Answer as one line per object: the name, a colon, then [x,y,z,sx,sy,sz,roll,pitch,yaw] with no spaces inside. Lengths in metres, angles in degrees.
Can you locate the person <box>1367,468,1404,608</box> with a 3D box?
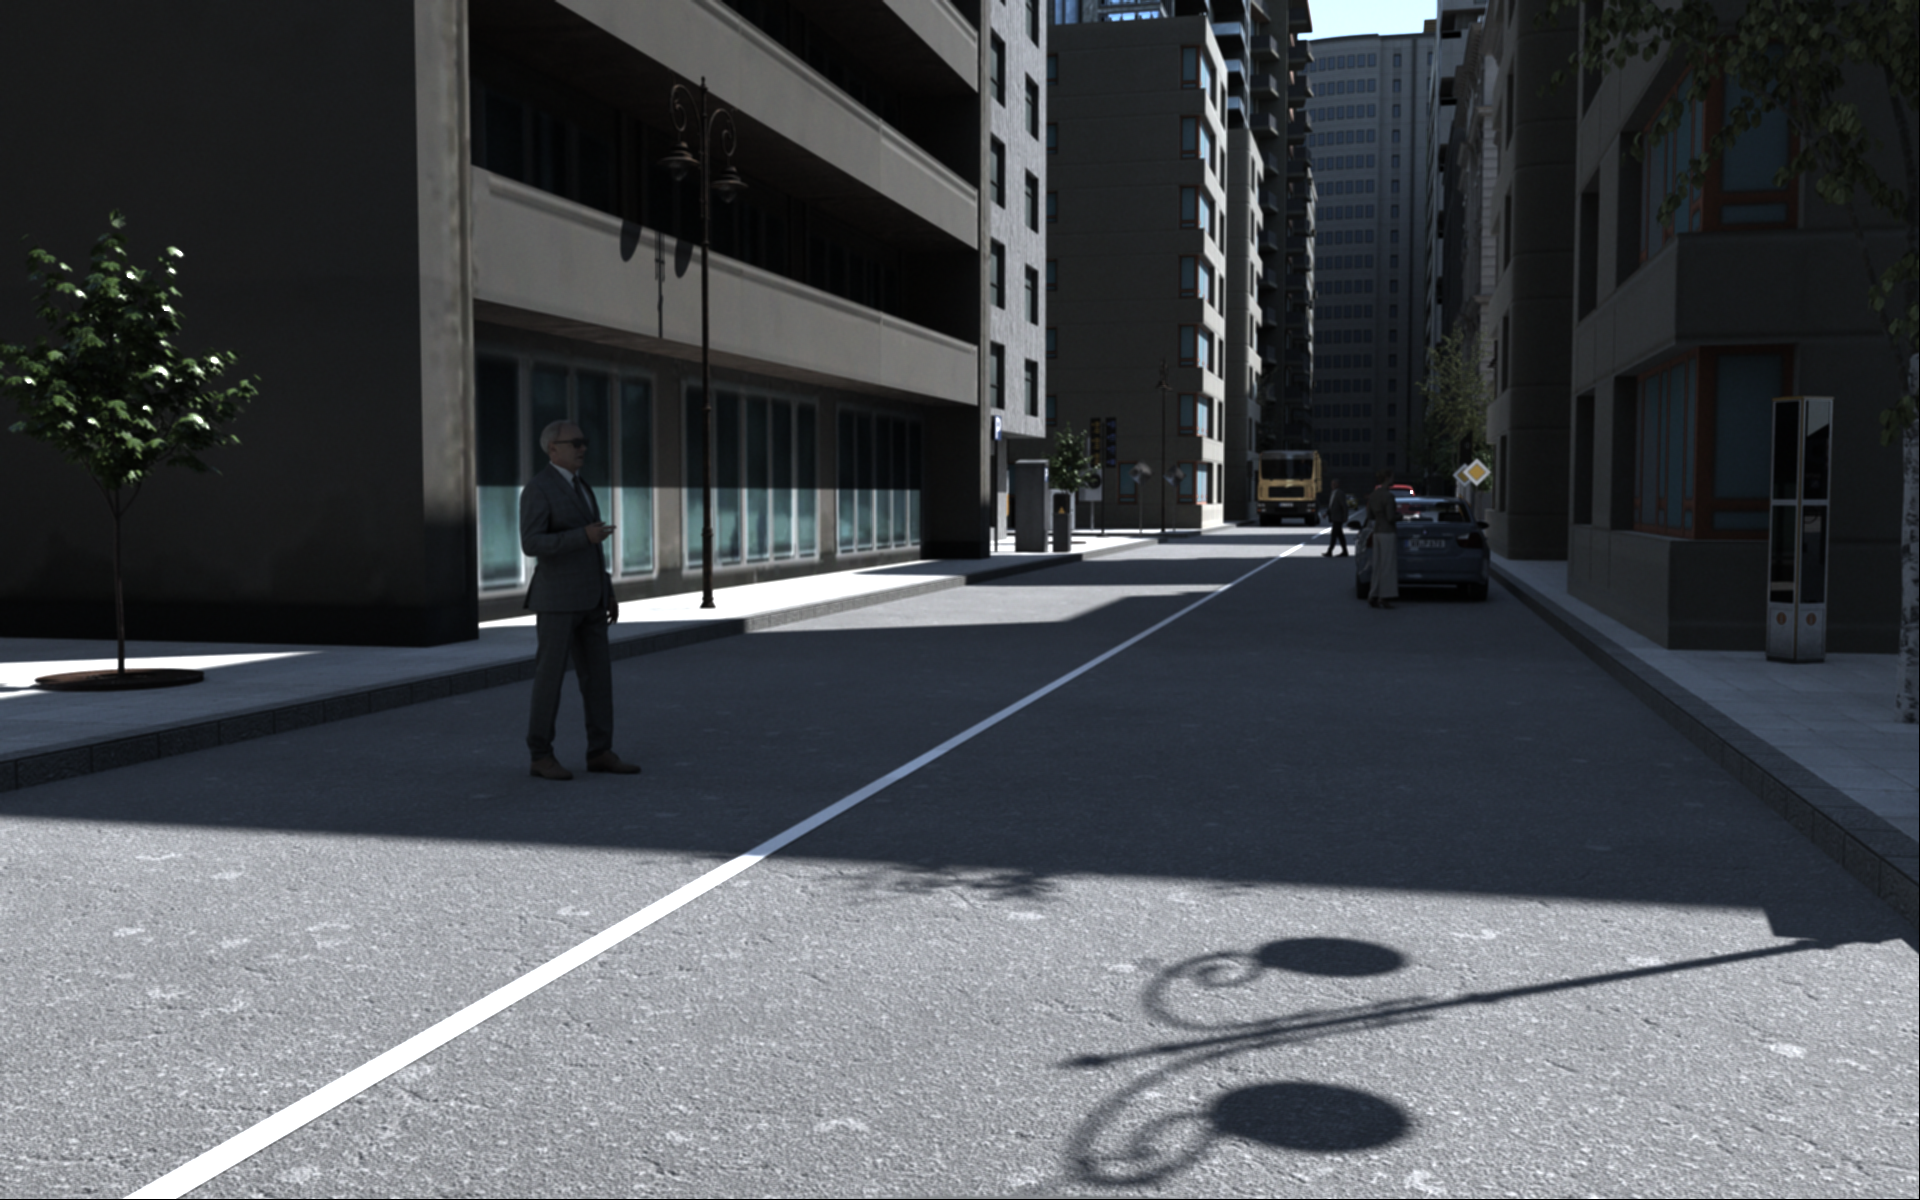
person: [5.350,-0.773,21.696,0.362,1.759,0.519,-1,4,-21]

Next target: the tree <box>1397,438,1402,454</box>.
tree: [35.872,-11.160,132.833,4.737,8.622,4.395,0,3,0]

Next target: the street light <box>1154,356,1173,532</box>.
street light: [6.862,-5.233,58.344,0.468,5.910,1.993,1,4,14]

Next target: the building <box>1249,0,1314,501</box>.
building: [18.238,-30.117,147.041,22.147,44.769,28.867,1,4,14]

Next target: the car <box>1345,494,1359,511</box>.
car: [33.887,-8.635,151.403,2.015,1.641,3.980,1,4,15]

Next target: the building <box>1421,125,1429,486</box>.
building: [58.999,-31.172,193.264,14.154,41.232,14.086,1,4,14]

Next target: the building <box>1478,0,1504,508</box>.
building: [28.546,-13.570,58.027,21.152,22.565,11.583,1,4,14]

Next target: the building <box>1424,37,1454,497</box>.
building: [58.363,-33.707,174.819,21.300,48.544,21.600,1,4,14]

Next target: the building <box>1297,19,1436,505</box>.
building: [51.158,-41.506,220.614,28.212,58.520,21.231,1,4,14]

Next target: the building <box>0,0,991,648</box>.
building: [-12.261,-24.588,25.715,21.300,48.544,21.600,1,4,14]

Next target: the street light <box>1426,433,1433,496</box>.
street light: [34.655,-9.486,127.888,0.468,5.910,1.993,1,4,14]

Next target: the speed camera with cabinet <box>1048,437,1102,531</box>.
speed camera with cabinet: [3.919,-4.019,60.039,2.038,3.252,0.660,-1,4,-22]

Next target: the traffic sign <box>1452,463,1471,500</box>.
traffic sign: [16.254,-3.191,55.816,0.795,2.450,0.064,1,4,14]

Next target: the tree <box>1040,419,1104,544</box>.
tree: [2.901,-3.072,44.832,1.663,3.219,1.824,0,3,0]

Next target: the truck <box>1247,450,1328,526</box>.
truck: [15.103,-5.091,79.156,3.469,3.379,9.791,1,4,13]

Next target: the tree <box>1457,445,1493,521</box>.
tree: [20.703,-4.525,68.593,1.663,3.219,1.824,0,3,0]

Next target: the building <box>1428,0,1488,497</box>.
building: [55.135,-34.302,150.077,28.713,52.752,27.495,1,4,14]

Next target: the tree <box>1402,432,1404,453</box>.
tree: [21.730,-7.604,74.684,4.737,8.622,4.395,0,3,0]

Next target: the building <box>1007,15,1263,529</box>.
building: [-1.083,-14.377,80.108,27.650,21.520,28.899,1,4,14]

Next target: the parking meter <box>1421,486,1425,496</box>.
parking meter: [33.143,-7.234,123.985,0.255,1.863,0.399,0,4,8]

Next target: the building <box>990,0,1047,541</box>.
building: [-5.231,-16.794,46.288,14.107,30.474,14.160,1,4,14]

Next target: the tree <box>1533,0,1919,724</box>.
tree: [5.108,-3.616,9.482,4.737,8.622,4.395,0,3,0]

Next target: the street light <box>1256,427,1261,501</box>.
street light: [17.141,-7.765,99.738,0.468,5.910,1.993,1,4,14]

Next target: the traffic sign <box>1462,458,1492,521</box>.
traffic sign: [14.326,-2.717,48.066,0.795,2.450,0.064,1,4,14]

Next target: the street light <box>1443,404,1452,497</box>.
street light: [24.261,-6.931,86.107,0.468,5.910,1.993,1,4,14]

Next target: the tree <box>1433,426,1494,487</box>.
tree: [23.406,-5.854,79.431,4.285,4.588,4.351,0,3,0]

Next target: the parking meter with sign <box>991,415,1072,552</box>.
parking meter with sign: [1.596,-2.574,38.343,1.738,3.016,0.543,1,4,17]

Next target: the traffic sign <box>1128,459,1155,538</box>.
traffic sign: [5.262,-2.856,50.334,0.795,2.450,0.064,1,4,14]

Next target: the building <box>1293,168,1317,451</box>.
building: [27.155,-30.612,192.393,23.993,40.220,32.217,1,4,14]

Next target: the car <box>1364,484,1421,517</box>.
car: [17.567,-3.772,70.353,2.281,1.827,5.304,1,4,12]

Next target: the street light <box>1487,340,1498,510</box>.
street light: [14.703,-4.572,47.537,0.468,5.910,1.993,1,4,14]

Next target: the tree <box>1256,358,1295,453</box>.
tree: [15.565,-8.770,93.747,4.360,8.622,3.978,0,3,0]

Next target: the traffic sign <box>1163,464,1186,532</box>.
traffic sign: [7.191,-3.330,58.083,0.795,2.450,0.064,1,4,14]

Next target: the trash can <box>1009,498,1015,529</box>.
trash can: [2.184,-3.199,63.955,0.748,1.137,0.748,0,3,0]

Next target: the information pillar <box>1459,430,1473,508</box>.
information pillar: [18.631,-4.430,63.791,0.183,3.616,0.504,-3,5,-40]

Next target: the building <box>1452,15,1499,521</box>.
building: [33.579,-18.635,92.064,14.401,28.519,23.554,1,4,14]

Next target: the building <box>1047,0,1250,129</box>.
building: [9.039,-49.050,114.644,22.319,86.520,31.000,1,4,14]

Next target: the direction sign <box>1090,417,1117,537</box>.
direction sign: [4.248,-3.634,51.406,0.876,3.537,0.379,2,4,35]

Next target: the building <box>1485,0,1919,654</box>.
building: [22.733,-10.963,24.289,27.650,21.520,28.899,1,4,14]

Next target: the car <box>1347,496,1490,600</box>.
car: [6.564,-0.783,24.804,2.014,1.417,4.499,1,4,13]

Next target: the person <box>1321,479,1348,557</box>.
person: [8.527,-1.871,39.488,0.834,1.777,0.661,-2,4,-24]

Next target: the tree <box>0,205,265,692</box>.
tree: [-5.558,-1.045,11.687,1.663,3.219,1.824,0,3,0]

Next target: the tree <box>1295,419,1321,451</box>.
tree: [32.379,-13.151,165.378,4.360,8.622,3.978,0,3,0]

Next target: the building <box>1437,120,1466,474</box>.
building: [39.568,-19.667,115.063,14.314,27.812,24.014,1,4,14]

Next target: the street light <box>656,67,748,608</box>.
street light: [-2.840,-2.847,19.334,0.468,5.910,1.993,1,4,14]

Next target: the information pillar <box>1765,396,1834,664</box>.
information pillar: [6.382,-0.531,13.173,0.304,2.012,0.304,-1,4,-19]

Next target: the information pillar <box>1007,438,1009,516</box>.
information pillar: [1.498,-4.193,59.906,0.183,3.616,0.504,3,5,39]

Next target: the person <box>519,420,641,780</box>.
person: [-1.902,-0.003,8.731,0.590,1.801,0.661,1,4,21]
